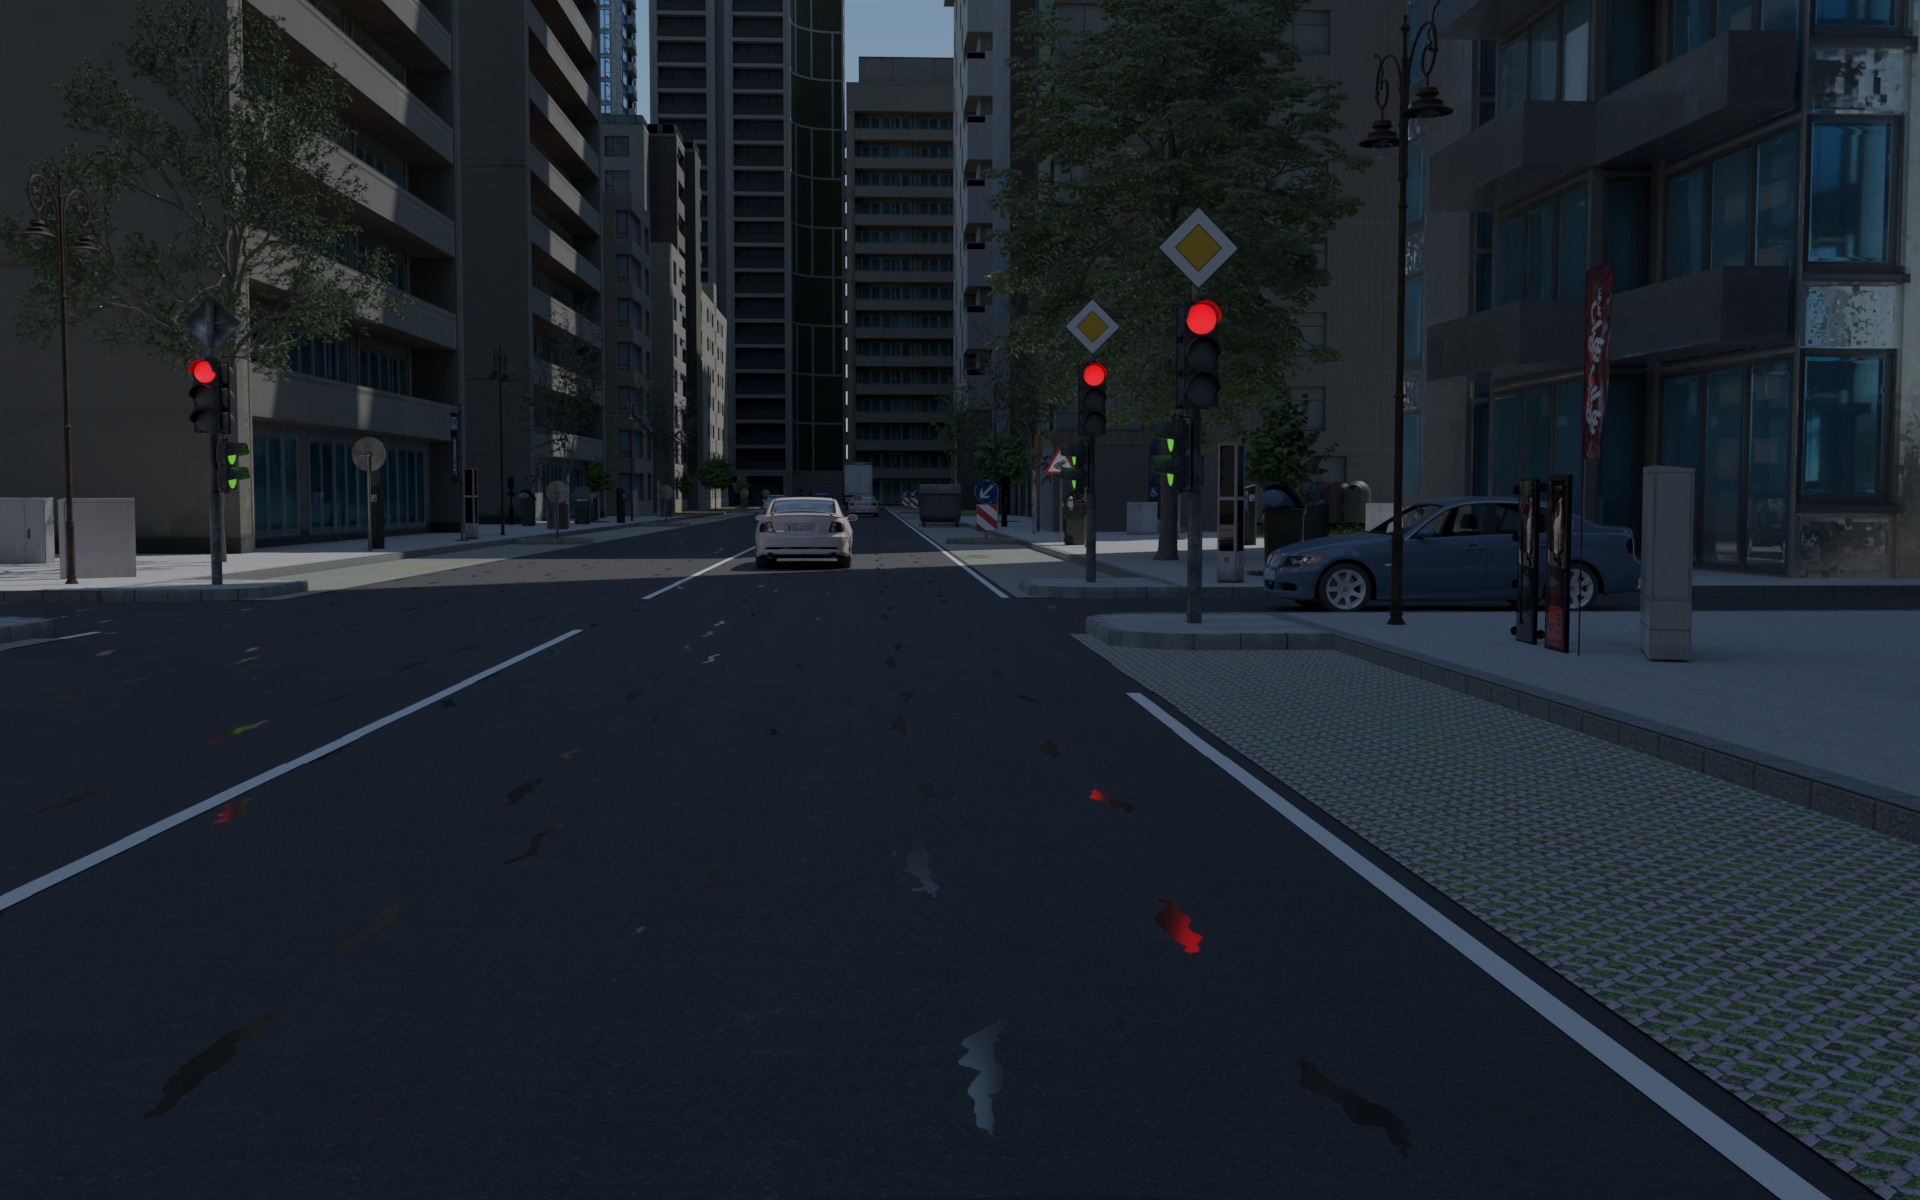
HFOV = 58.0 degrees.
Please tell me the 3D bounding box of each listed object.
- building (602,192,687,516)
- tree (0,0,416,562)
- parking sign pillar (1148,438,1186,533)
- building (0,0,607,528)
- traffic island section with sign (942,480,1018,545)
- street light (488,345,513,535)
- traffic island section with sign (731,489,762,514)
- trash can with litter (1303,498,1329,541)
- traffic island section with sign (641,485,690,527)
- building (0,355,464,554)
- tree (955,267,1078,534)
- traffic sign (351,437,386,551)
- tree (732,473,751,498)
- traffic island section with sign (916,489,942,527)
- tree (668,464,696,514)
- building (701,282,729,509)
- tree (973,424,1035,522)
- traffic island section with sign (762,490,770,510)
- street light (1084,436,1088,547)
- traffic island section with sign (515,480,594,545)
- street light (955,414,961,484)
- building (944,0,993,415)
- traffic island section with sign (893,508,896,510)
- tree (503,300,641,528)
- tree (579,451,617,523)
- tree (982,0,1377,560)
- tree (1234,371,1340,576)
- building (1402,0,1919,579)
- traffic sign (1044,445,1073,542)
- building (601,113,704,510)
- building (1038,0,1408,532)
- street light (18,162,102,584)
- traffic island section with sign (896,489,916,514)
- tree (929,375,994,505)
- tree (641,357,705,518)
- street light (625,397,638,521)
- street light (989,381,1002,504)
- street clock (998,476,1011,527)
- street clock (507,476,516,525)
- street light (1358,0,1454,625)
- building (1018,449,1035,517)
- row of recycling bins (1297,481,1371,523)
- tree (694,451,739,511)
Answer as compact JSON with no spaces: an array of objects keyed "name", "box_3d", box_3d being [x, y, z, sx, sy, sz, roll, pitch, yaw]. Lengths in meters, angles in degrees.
[{"name":"building","box_3d":[-33.339,-16.394,113.082,27.650,21.520,28.899,0,4,-3]},{"name":"tree","box_3d":[-14.056,-5.969,32.004,8.767,10.594,7.601,1,4,11]},{"name":"parking sign pillar","box_3d":[6.740,-4.201,57.158,1.447,3.967,1.447,3,4,38]},{"name":"building","box_3d":[-29.260,-27.999,81.484,21.300,48.544,21.600,0,4,-3]},{"name":"traffic island section with sign","box_3d":[0.604,-2.517,49.773,1.989,1.847,2.006,0,4,-3]},{"name":"street light","box_3d":[-14.223,-4.949,53.709,0.468,5.910,1.993,0,4,-3]},{"name":"traffic island section with sign","box_3d":[-15.649,-7.190,126.182,1.989,1.847,2.006,0,4,-3]},{"name":"trash can with litter","box_3d":[7.346,-1.392,33.813,2.233,1.210,1.678,0,4,2]},{"name":"traffic island section with sign","box_3d":[-13.015,-4.166,76.735,1.989,1.847,2.006,0,4,-3]},{"name":"building","box_3d":[-26.588,-25.799,45.511,21.300,48.544,21.600,0,4,-3]},{"name":"tree","box_3d":[2.197,-6.410,55.165,4.360,8.622,3.978,0,3,0]},{"name":"traffic sign","box_3d":[-13.221,-2.363,38.745,0.768,2.556,0.104,0,4,-1]},{"name":"tree","box_3d":[-19.897,-9.884,156.203,1.663,3.219,1.824,0,3,0]},{"name":"traffic island section with sign","box_3d":[-0.829,-4.170,76.815,1.989,1.847,2.006,0,4,-3]},{"name":"tree","box_3d":[-17.958,-7.267,113.418,1.663,3.219,1.824,0,3,0]},{"name":"building","box_3d":[-36.914,-19.186,158.733,28.899,21.520,27.650,0,4,-3]},{"name":"tree","box_3d":[2.060,-5.908,80.317,4.285,4.588,4.351,0,3,0]},{"name":"traffic island section with sign","box_3d":[-17.100,-8.841,153.171,1.989,1.847,2.006,0,4,-3]},{"name":"street light","box_3d":[3.110,-4.225,41.871,0.468,5.910,1.993,0,4,-3]},{"name":"traffic island section with sign","box_3d":[-11.560,-2.507,49.612,1.989,1.847,2.006,0,4,-3]},{"name":"street light","box_3d":[-0.103,-7.774,99.890,0.468,5.910,1.993,0,4,-3]},{"name":"building","box_3d":[13.438,-34.952,160.704,28.713,52.752,27.495,0,4,-3]},{"name":"traffic island section with sign","box_3d":[-4.955,-8.885,153.898,1.989,1.847,2.006,0,4,-3]},{"name":"tree","box_3d":[-15.071,-7.061,65.812,4.360,8.622,3.978,0,3,0]},{"name":"tree","box_3d":[-16.503,-5.119,78.296,1.663,3.219,1.824,0,3,0]},{"name":"tree","box_3d":[4.094,-7.075,33.809,7.486,12.596,7.792,0,3,0]},{"name":"tree","box_3d":[5.190,-2.005,27.381,1.663,3.219,1.824,0,3,0]},{"name":"building","box_3d":[24.843,-25.403,34.951,30.456,49.044,23.786,0,4,-3]},{"name":"traffic sign","box_3d":[2.665,-2.804,45.845,0.884,2.594,0.081,0,4,1]},{"name":"building","box_3d":[-27.813,-22.221,135.007,14.160,30.474,14.107,0,4,-3]},{"name":"building","box_3d":[9.782,-23.309,64.697,14.154,41.232,14.086,0,4,-3]},{"name":"street light","box_3d":[-12.680,-3.166,24.546,0.468,5.910,1.993,0,4,-3]},{"name":"traffic island section with sign","box_3d":[-3.498,-7.230,126.839,1.989,1.847,2.006,0,4,-3]},{"name":"tree","box_3d":[0.013,-9.545,106.426,4.737,8.622,4.395,0,3,0]},{"name":"tree","box_3d":[-16.164,-8.790,94.077,4.360,8.622,3.978,0,3,0]},{"name":"street light","box_3d":[-15.671,-6.714,82.567,0.468,5.910,1.993,0,4,-3]},{"name":"street light","box_3d":[1.449,-6.008,71.023,0.468,5.910,1.993,0,4,-3]},{"name":"street clock","box_3d":[1.734,-3.864,67.747,0.471,2.002,0.358,-2,4,-30]},{"name":"street clock","box_3d":[-18.408,-4.066,71.049,0.358,2.002,0.471,0,4,-7]},{"name":"street light","box_3d":[4.291,-2.696,16.861,0.468,5.910,1.993,0,4,-3]},{"name":"building","box_3d":[14.155,-39.823,89.353,20.563,71.187,20.611,0,4,-3]},{"name":"row of recycling bins","box_3d":[11.786,-2.963,55.564,1.069,1.692,3.534,-2,4,-32]},{"name":"tree","box_3d":[-18.449,-9.024,131.249,4.285,4.588,4.351,0,3,0]}]
